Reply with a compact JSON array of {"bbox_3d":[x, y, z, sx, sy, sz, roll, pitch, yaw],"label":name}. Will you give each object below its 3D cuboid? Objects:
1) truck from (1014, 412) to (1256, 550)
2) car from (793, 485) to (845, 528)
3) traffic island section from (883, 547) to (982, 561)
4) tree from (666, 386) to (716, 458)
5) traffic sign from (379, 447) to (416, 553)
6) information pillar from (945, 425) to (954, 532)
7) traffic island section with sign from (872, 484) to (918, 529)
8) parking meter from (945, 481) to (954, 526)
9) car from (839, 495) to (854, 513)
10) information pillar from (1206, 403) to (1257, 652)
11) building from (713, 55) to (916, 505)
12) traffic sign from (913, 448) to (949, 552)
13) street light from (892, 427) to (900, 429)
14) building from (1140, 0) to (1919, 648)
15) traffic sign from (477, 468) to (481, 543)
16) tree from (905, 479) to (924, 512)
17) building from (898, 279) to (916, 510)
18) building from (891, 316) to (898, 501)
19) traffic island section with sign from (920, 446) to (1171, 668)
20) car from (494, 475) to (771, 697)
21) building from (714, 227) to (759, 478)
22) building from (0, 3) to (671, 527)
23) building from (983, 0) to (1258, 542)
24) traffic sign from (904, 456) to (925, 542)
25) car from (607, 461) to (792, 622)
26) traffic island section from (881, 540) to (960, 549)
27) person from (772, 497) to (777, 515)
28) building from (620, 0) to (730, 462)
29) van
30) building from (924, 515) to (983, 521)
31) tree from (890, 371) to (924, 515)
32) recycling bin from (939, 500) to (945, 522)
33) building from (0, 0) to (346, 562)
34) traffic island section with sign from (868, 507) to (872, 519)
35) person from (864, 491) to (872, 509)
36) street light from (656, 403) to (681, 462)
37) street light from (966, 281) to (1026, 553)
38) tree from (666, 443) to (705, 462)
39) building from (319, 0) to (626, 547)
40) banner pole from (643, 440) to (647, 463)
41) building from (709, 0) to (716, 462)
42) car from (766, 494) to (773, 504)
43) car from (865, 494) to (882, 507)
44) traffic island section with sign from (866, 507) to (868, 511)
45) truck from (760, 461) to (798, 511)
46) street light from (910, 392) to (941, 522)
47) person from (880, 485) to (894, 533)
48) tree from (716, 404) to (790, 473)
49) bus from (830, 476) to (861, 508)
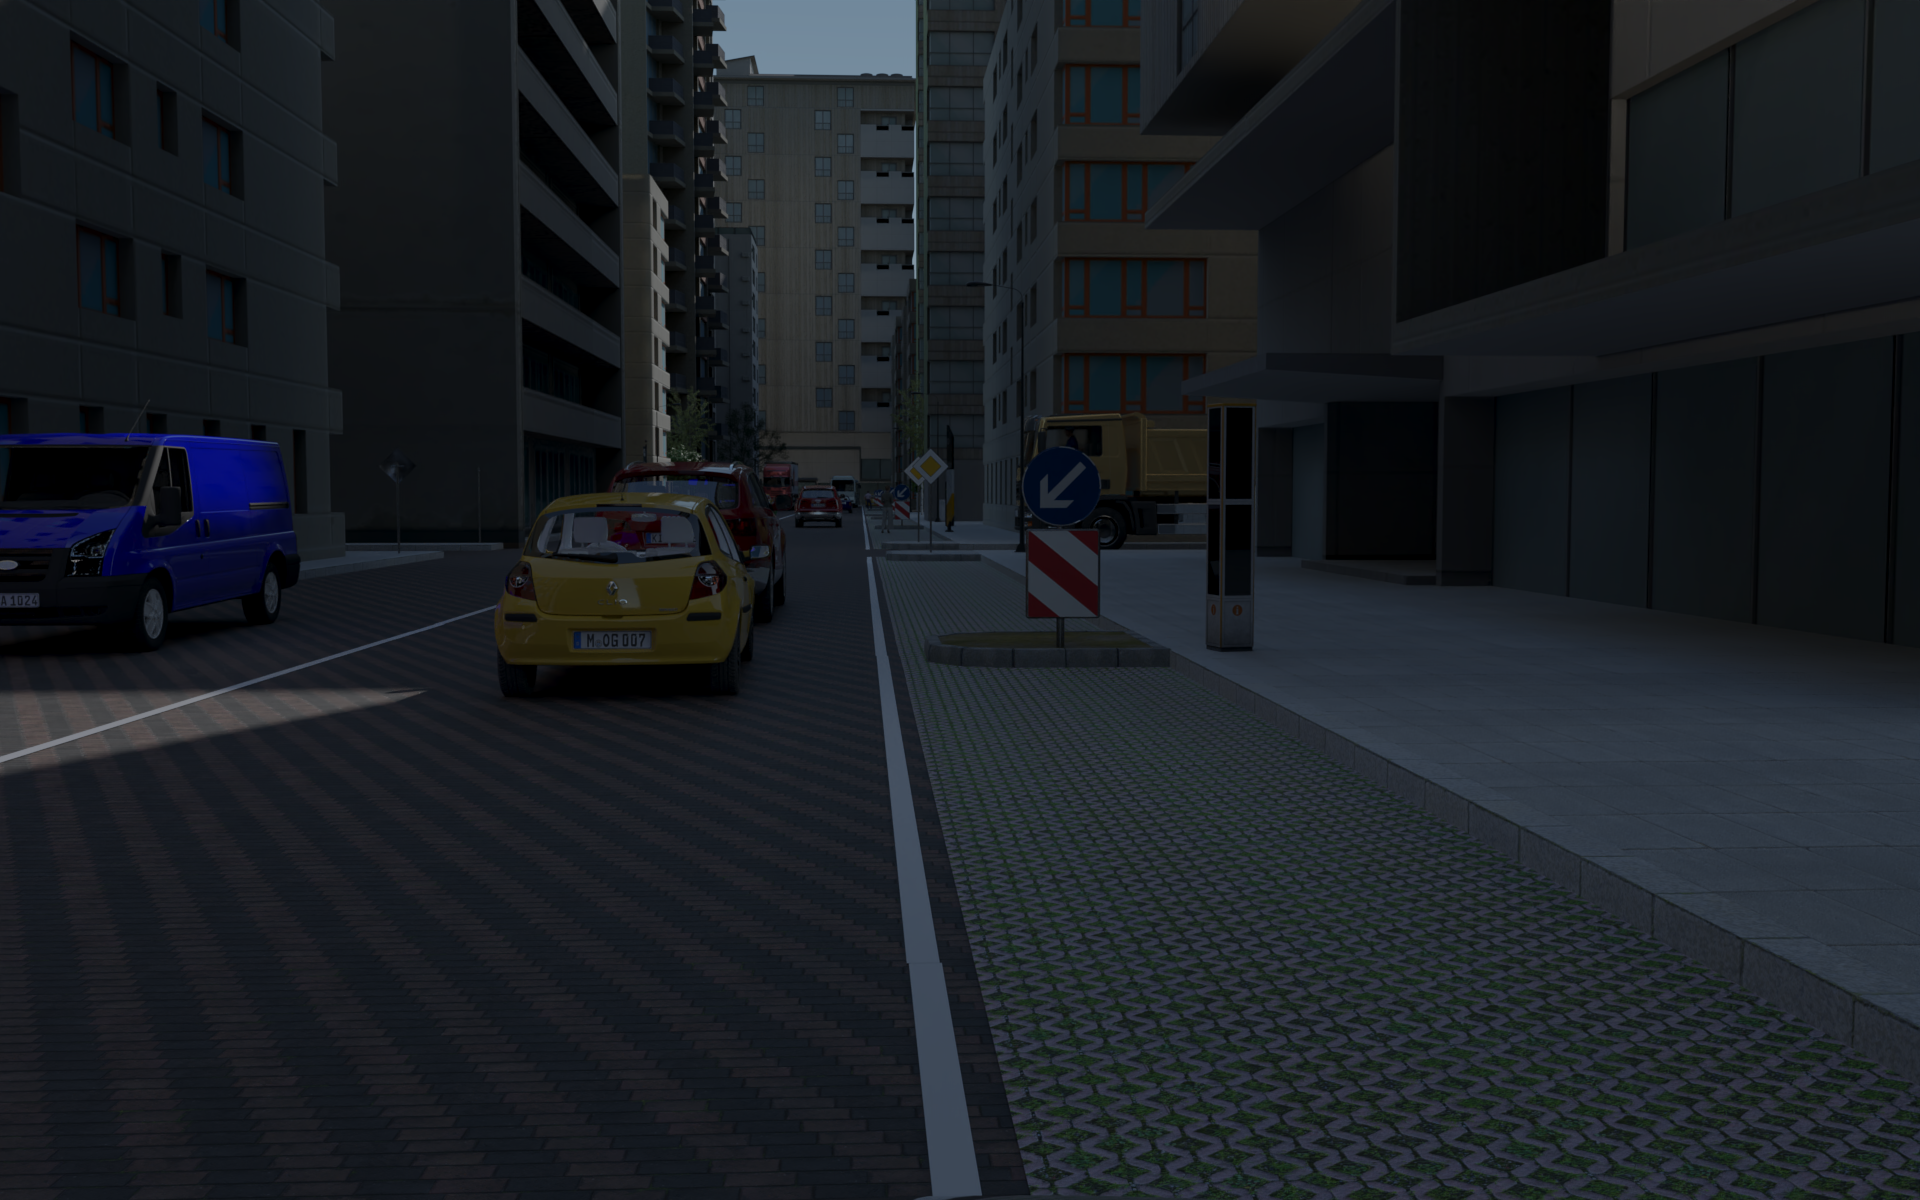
[{"bbox_3d":[5.430,-2.843,42.409,9.791,3.379,3.469,0,4,-5],"label":"truck"},{"bbox_3d":[-6.165,-4.104,75.767,2.281,1.827,5.304,0,4,-4],"label":"car"},{"bbox_3d":[-0.621,-0.966,38.081,2.009,0.180,2.903,0,4,-3],"label":"traffic island section"},{"bbox_3d":[-18.603,-10.196,117.075,4.737,8.622,4.395,0,3,0],"label":"tree"},{"bbox_3d":[-12.121,-2.063,37.367,0.795,2.450,0.064,0,4,-3],"label":"traffic sign"},{"bbox_3d":[-0.331,-4.106,58.494,0.183,3.616,0.504,-1,4,-22],"label":"information pillar"},{"bbox_3d":[-2.486,-3.791,70.612,1.989,1.847,2.006,0,4,-3],"label":"traffic island section with sign"},{"bbox_3d":[-0.411,-3.873,69.037,0.255,1.863,0.399,2,4,24],"label":"parking meter"},{"bbox_3d":[-8.947,-7.175,129.892,1.945,1.354,3.894,0,4,-5],"label":"car"},{"bbox_3d":[2.213,-0.592,14.171,0.304,2.012,0.304,-1,4,-16],"label":"information pillar"},{"bbox_3d":[-16.850,-38.439,217.716,27.495,52.752,28.713,0,4,-3],"label":"building"},{"bbox_3d":[-0.644,-2.102,38.003,0.795,2.450,0.064,0,4,-3],"label":"traffic sign"},{"bbox_3d":[-3.997,-9.062,120.701,1.470,5.913,1.316,0,4,-3],"label":"street light"},{"bbox_3d":[17.807,-26.491,22.359,28.713,52.752,27.495,0,4,-3],"label":"building"},{"bbox_3d":[-12.578,-2.550,45.339,0.795,2.450,0.064,0,4,-3],"label":"traffic sign"},{"bbox_3d":[-2.823,-7.911,123.947,1.663,3.219,1.824,0,3,0],"label":"tree"},{"bbox_3d":[8.926,-18.917,154.330,27.650,21.520,28.899,0,4,-3],"label":"building"},{"bbox_3d":[6.764,-20.711,183.662,27.650,21.520,28.899,0,4,-3],"label":"building"},{"bbox_3d":[0.696,-0.398,15.137,1.989,1.847,2.006,0,4,-3],"label":"traffic island section with sign"},{"bbox_3d":[-2.529,-0.214,13.727,2.015,1.641,3.980,0,4,-5],"label":"car"},{"bbox_3d":[-29.103,-25.503,188.668,14.107,30.474,14.160,0,4,-3],"label":"building"},{"bbox_3d":[-30.209,-14.828,87.469,27.650,21.520,28.899,0,4,-3],"label":"building"},{"bbox_3d":[16.188,-13.130,59.707,28.899,21.520,27.650,0,4,-3],"label":"building"},{"bbox_3d":[-1.102,-2.589,45.975,0.795,2.450,0.064,0,4,-3],"label":"traffic sign"},{"bbox_3d":[-3.191,-0.747,20.885,2.281,1.827,5.304,0,4,-3],"label":"car"},{"bbox_3d":[-1.078,-1.454,46.053,2.009,0.180,2.903,0,4,-3],"label":"traffic island section"},{"bbox_3d":[-9.177,-4.472,85.865,0.306,1.304,0.590,1,4,10],"label":"person"},{"bbox_3d":[-29.546,-29.287,133.471,22.147,44.769,28.867,0,4,-3],"label":"building"},{"bbox_3d":[-8.394,-0.797,17.418,2.240,2.365,5.245,0,4,-5],"label":"van"},{"bbox_3d":[5.119,-24.690,87.282,14.154,41.232,14.086,0,4,-3],"label":"building"},{"bbox_3d":[-2.061,-9.423,104.421,4.737,8.622,4.395,0,3,0],"label":"tree"},{"bbox_3d":[-0.677,-4.150,80.408,0.722,1.027,0.722,-1,4,-8],"label":"recycling bin"},{"bbox_3d":[-26.253,-10.720,20.308,28.899,21.520,27.650,0,4,-3],"label":"building"},{"bbox_3d":[-4.032,-5.440,97.574,1.989,1.847,2.006,0,4,-3],"label":"traffic island section with sign"},{"bbox_3d":[-7.959,-8.653,150.917,0.756,1.711,0.436,1,4,21],"label":"person"},{"bbox_3d":[-14.972,-7.111,88.799,1.470,5.913,1.316,0,4,-3],"label":"street light"},{"bbox_3d":[0.828,-4.002,37.970,1.470,5.913,1.316,0,4,-3],"label":"street light"},{"bbox_3d":[-17.738,-7.773,110.805,4.285,4.588,4.351,0,3,0],"label":"tree"},{"bbox_3d":[-22.812,-26.307,53.825,21.300,48.544,21.600,0,4,-3],"label":"building"},{"bbox_3d":[-14.500,-5.493,79.834,0.401,3.779,0.863,0,4,1],"label":"banner pole"},{"bbox_3d":[-30.819,-43.981,157.340,20.563,71.187,20.611,0,4,-3],"label":"building"},{"bbox_3d":[-15.611,-7.718,136.409,2.015,1.641,3.980,0,4,-4],"label":"car"},{"bbox_3d":[-9.047,-10.467,181.362,2.015,1.641,3.980,0,4,-4],"label":"car"},{"bbox_3d":[-6.943,-8.549,148.396,1.989,1.847,2.006,0,4,-3],"label":"traffic island section with sign"},{"bbox_3d":[-15.678,-9.928,151.232,2.839,4.237,11.283,0,4,-2],"label":"truck"},{"bbox_3d":[-1.541,-6.500,78.822,1.470,5.913,1.316,0,4,-3],"label":"street light"},{"bbox_3d":[-2.631,-3.317,63.289,0.519,1.759,0.362,1,4,17],"label":"person"},{"bbox_3d":[-21.113,-14.643,173.819,8.767,10.594,7.601,0,4,1],"label":"tree"},{"bbox_3d":[-12.141,-11.553,183.751,2.948,3.499,13.247,0,4,-1],"label":"bus"}]
